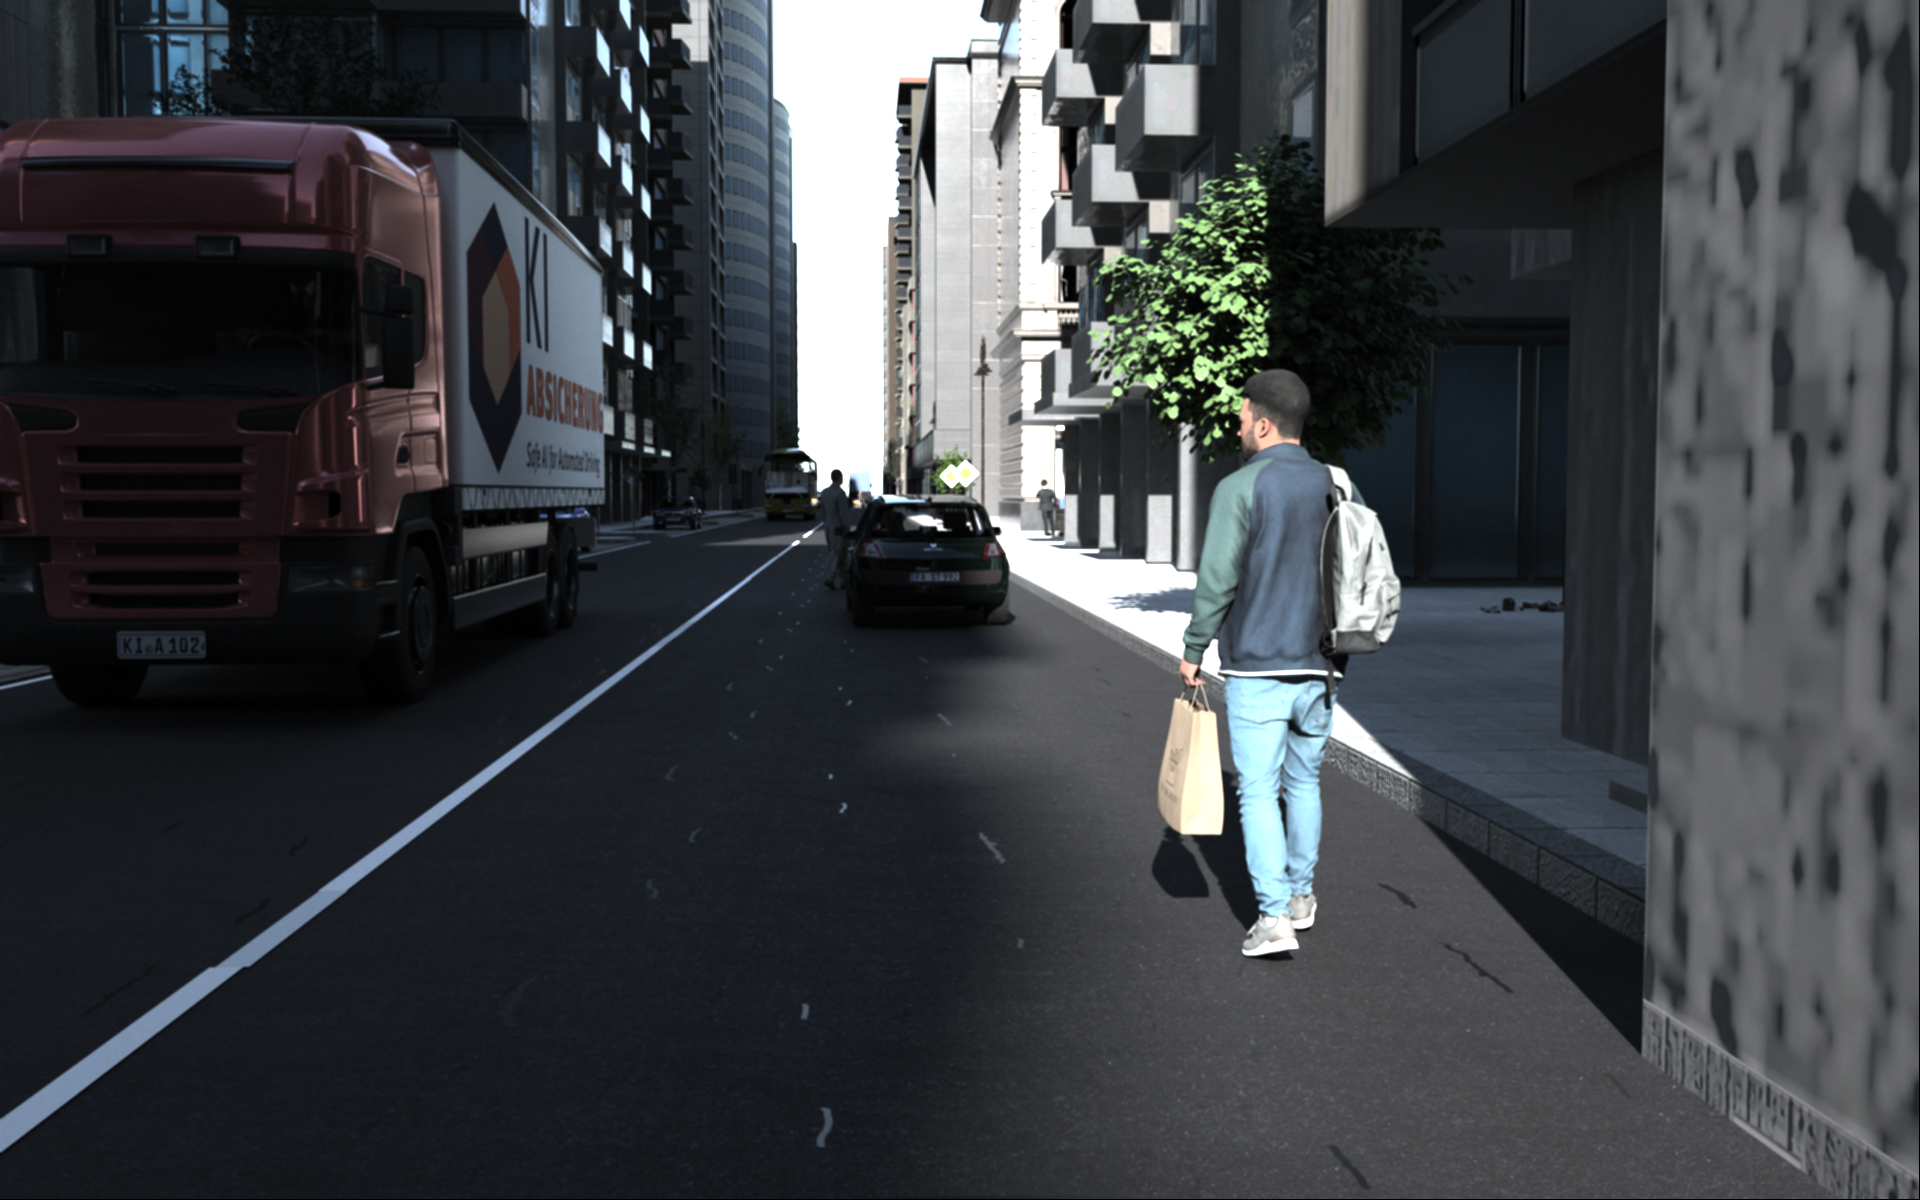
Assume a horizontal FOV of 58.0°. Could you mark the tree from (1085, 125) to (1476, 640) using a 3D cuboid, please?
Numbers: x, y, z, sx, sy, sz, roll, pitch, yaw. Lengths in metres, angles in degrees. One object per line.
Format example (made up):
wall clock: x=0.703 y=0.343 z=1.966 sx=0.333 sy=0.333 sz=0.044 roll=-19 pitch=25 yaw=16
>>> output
tree: x=2.901 y=-1.944 z=15.504 sx=4.285 sy=4.588 sz=4.351 roll=0 pitch=3 yaw=0

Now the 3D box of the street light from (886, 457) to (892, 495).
street light: x=-8.409 y=-14.514 z=210.097 sx=0.468 sy=5.910 sz=1.993 roll=0 pitch=4 yaw=-3

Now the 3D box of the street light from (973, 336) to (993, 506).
street light: x=0.671 y=-4.764 z=50.685 sx=0.468 sy=5.910 sz=1.993 roll=0 pitch=4 yaw=-3

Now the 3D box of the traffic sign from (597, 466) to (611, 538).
traffic sign: x=-10.566 y=-2.868 z=50.537 sx=0.795 sy=2.450 sz=0.064 roll=0 pitch=4 yaw=-3

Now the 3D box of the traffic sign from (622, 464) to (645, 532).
traffic sign: x=-11.019 y=-3.356 z=58.509 sx=0.795 sy=2.450 sz=0.064 roll=0 pitch=4 yaw=-3

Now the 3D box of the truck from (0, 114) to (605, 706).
truck: x=-5.103 y=-1.607 z=15.183 sx=2.839 sy=4.237 sz=11.283 roll=0 pitch=4 yaw=-4

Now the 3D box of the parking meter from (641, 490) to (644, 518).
parking meter: x=-17.103 y=-5.148 z=92.575 sx=0.372 sy=1.533 sz=0.369 roll=0 pitch=3 yaw=0

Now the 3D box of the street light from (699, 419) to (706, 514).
street light: x=-15.850 y=-8.200 z=106.854 sx=0.468 sy=5.910 sz=1.993 roll=0 pitch=4 yaw=-3

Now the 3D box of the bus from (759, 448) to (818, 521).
bus: x=-9.418 y=-6.450 z=97.006 sx=2.896 sy=3.916 sz=12.252 roll=0 pitch=4 yaw=-3

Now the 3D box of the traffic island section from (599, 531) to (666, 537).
traffic island section: x=-11.042 y=-2.219 z=58.569 sx=2.009 sy=0.180 sz=2.903 roll=0 pitch=4 yaw=-3

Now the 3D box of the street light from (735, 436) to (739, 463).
street light: x=-17.390 y=-9.942 z=135.343 sx=0.468 sy=5.910 sz=1.993 roll=0 pitch=4 yaw=-3

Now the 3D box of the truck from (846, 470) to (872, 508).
truck: x=-10.700 y=-12.101 z=187.609 sx=2.967 sy=4.110 sz=18.799 roll=0 pitch=4 yaw=-5

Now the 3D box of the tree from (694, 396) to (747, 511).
tree: x=-17.778 y=-10.885 z=128.325 sx=4.737 sy=8.622 sz=4.395 roll=0 pitch=3 yaw=0

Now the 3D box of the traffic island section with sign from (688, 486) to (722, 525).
traffic island section with sign: x=-12.293 y=-4.402 z=80.594 sx=1.989 sy=1.847 sz=2.006 roll=0 pitch=4 yaw=-3

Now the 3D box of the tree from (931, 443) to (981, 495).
tree: x=-0.039 y=-4.342 z=65.587 sx=1.663 sy=3.219 sz=1.824 roll=0 pitch=3 yaw=0

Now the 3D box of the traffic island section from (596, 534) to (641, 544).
traffic island section: x=-10.589 y=-1.732 z=50.597 sx=2.009 sy=0.180 sz=2.903 roll=0 pitch=4 yaw=-3

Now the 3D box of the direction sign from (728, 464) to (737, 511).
direction sign: x=-17.317 y=-8.564 z=132.010 sx=0.379 sy=3.537 sz=0.876 roll=3 pitch=4 yaw=37

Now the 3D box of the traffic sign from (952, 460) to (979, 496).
traffic sign: x=0.163 y=-2.904 z=51.125 sx=0.795 sy=2.450 sz=0.064 roll=0 pitch=4 yaw=-3

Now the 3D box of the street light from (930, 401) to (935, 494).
street light: x=-1.276 y=-6.908 z=85.728 sx=0.468 sy=5.910 sz=1.993 roll=0 pitch=4 yaw=-3

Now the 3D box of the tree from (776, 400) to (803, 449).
tree: x=-22.576 y=-17.827 z=209.592 sx=7.486 sy=12.596 sz=7.792 roll=0 pitch=3 yaw=0

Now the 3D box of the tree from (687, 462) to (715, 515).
tree: x=-15.648 y=-6.739 z=104.792 sx=1.663 sy=3.219 sz=1.824 roll=0 pitch=3 yaw=0

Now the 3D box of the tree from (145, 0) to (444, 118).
tree: x=-12.494 y=-5.996 z=32.444 sx=8.767 sy=10.594 sz=7.601 roll=1 pitch=4 yaw=15

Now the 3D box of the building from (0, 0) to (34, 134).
building: x=-37.571 y=-27.112 z=32.527 sx=27.495 sy=52.752 sz=28.713 roll=0 pitch=4 yaw=-3

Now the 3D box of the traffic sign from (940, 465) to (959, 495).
traffic sign: x=-0.291 y=-3.392 z=59.097 sx=0.795 sy=2.450 sz=0.064 roll=0 pitch=4 yaw=-3

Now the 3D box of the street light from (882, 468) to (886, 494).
street light: x=-10.371 y=-16.572 z=243.732 sx=0.468 sy=5.910 sz=1.993 roll=0 pitch=4 yaw=-3

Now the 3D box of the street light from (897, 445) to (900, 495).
street light: x=-5.720 y=-11.553 z=161.676 sx=0.468 sy=5.910 sz=1.993 roll=0 pitch=4 yaw=-3

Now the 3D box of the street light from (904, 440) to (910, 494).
street light: x=-4.089 y=-9.845 z=133.761 sx=0.468 sy=5.910 sz=1.993 roll=0 pitch=4 yaw=-3

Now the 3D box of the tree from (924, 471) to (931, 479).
tree: x=-0.466 y=-4.791 z=72.935 sx=1.663 sy=3.219 sz=1.824 roll=0 pitch=3 yaw=0

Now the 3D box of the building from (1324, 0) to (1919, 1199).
building: x=8.649 y=-19.672 z=5.236 sx=14.154 sy=41.232 sz=14.086 roll=0 pitch=4 yaw=-3

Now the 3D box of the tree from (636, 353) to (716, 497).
tree: x=-15.099 y=-8.615 z=91.219 sx=4.360 sy=8.622 sz=3.978 roll=0 pitch=3 yaw=0

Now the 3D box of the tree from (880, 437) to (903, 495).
tree: x=-8.013 y=-16.541 z=220.802 sx=4.360 sy=8.622 sz=3.978 roll=0 pitch=3 yaw=0

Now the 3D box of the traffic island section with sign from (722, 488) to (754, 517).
traffic island section with sign: x=-13.868 y=-6.079 z=108.025 sx=1.989 sy=1.847 sz=2.006 roll=0 pitch=4 yaw=-3
